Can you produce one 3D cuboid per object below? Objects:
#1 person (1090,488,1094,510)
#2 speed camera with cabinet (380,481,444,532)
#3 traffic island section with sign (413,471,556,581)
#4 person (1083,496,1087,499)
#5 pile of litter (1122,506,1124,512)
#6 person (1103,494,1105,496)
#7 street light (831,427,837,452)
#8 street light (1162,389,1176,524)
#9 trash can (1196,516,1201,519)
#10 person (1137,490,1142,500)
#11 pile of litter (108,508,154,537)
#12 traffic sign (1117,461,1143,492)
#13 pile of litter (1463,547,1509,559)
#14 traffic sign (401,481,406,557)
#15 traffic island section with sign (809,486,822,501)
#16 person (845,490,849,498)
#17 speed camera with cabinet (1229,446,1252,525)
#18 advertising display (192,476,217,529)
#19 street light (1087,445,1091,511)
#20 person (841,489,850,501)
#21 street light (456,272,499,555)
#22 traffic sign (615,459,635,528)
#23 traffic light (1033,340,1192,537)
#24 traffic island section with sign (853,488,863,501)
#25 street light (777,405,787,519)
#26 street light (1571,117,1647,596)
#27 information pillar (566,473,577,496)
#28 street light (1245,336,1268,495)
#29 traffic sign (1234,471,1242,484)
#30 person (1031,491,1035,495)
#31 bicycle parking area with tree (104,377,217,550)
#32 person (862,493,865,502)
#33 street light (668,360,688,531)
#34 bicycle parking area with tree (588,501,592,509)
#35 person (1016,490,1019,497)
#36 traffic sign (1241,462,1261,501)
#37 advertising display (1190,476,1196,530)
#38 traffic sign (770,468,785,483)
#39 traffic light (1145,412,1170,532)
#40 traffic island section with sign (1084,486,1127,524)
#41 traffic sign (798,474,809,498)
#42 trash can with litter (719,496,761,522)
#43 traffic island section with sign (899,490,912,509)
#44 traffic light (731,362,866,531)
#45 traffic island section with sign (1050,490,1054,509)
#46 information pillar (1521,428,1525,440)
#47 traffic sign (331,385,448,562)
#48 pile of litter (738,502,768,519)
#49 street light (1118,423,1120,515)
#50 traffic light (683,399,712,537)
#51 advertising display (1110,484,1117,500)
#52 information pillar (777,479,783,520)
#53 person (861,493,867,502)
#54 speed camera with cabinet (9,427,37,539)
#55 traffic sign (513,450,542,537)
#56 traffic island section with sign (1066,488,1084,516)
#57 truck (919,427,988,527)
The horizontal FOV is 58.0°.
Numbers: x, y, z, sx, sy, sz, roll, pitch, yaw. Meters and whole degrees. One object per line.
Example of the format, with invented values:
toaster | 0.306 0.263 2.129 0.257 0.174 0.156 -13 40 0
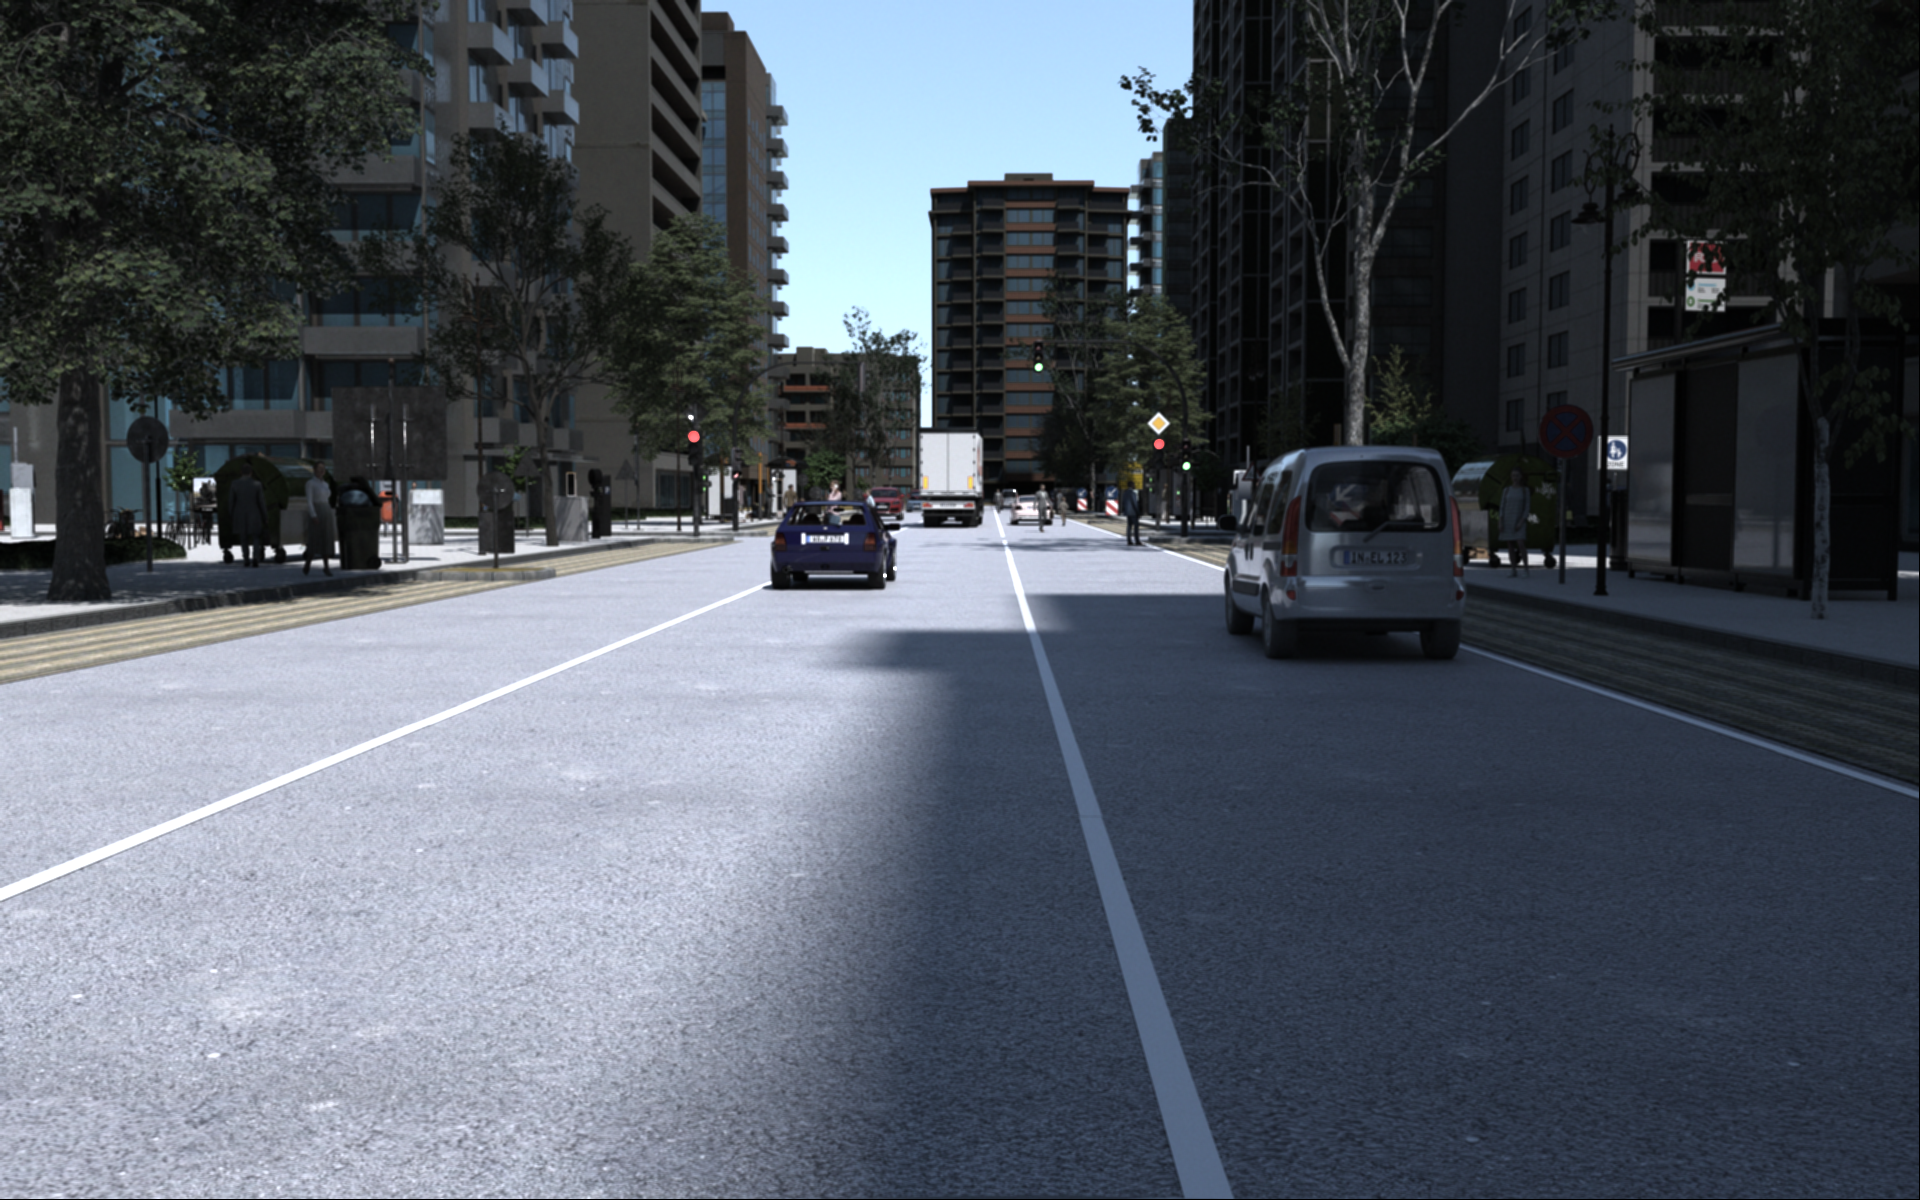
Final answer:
person | 10.822 -8.260 141.800 0.721 1.736 1.217 0 4 -7
speed camera with cabinet | -18.825 -3.985 59.488 2.038 3.252 0.660 -1 4 -9
traffic island section with sign | -7.934 -1.260 29.221 1.989 1.847 2.006 0 4 1
person | 14.670 -12.160 204.938 0.705 1.814 1.350 2 4 34
pile of litter | 11.545 -6.833 125.678 1.719 0.858 1.176 -1 4 -13
person | 16.037 -11.156 188.407 1.348 1.831 0.705 3 5 41
street light | -8.668 -8.933 118.850 0.468 5.910 1.993 0 4 1
street light | 9.068 -6.270 75.308 0.468 5.910 1.993 0 4 1
trash can | 12.146 -4.724 88.883 0.748 1.137 0.748 0 3 0
person | 21.101 -12.002 202.793 1.217 1.766 0.721 0 4 -3
pile of litter | -24.561 -2.295 51.485 1.176 0.858 1.719 3 5 42
traffic sign | 10.736 -6.844 105.768 2.265 3.308 0.079 1 4 8
pile of litter | 10.132 -1.261 34.583 1.176 0.858 1.719 -2 4 -23
traffic sign | -11.337 -2.149 35.249 0.768 2.556 0.104 0 4 2
traffic island section with sign | -6.989 -4.622 84.198 1.989 1.847 2.006 0 4 1
person | -12.362 -10.912 184.970 1.217 1.766 0.721 -3 5 -41
speed camera with cabinet | 11.584 -4.728 71.645 0.660 3.252 2.038 0 4 -1
advertising display | -27.532 -3.554 63.329 0.974 1.923 0.123 0 4 -6
street light | 9.973 -9.813 133.223 0.468 5.910 1.993 0 4 1
person | -11.996 -10.575 178.948 1.348 1.823 0.705 1 4 20
street light | -10.071 -3.885 36.314 0.468 5.910 1.993 0 4 1
traffic sign | -12.451 -3.952 64.612 0.884 2.594 0.081 1 4 9
traffic light | 4.532 -4.678 51.148 4.771 5.953 1.251 0 4 1
traffic island section with sign | -6.525 -6.292 111.502 1.989 1.847 2.006 0 4 1
street light | -9.205 -7.146 89.619 0.468 5.910 1.993 0 4 1
street light | 8.130 -2.997 21.795 0.468 5.910 1.993 0 4 1
information pillar | -13.259 -3.344 59.168 0.304 2.012 0.304 0 4 -4
street light | 8.677 -4.775 50.854 0.468 5.910 1.993 0 4 1
traffic sign | 12.603 -4.631 77.846 0.606 2.300 0.079 0 4 3
person | 8.193 -11.293 193.148 1.348 1.824 0.705 1 4 15
bicycle parking area with tree | -22.063 -3.325 41.361 8.231 4.147 9.016 0 4 -6
person | -11.446 -12.032 203.560 0.742 1.727 0.445 -3 5 -42
street light | -9.717 -5.319 59.747 0.468 5.910 1.993 0 4 1
bicycle parking area with tree | -27.316 -7.450 108.816 8.231 4.147 9.016 0 4 7
person | 5.570 -10.001 171.986 0.705 1.831 1.348 -3 5 -42
traffic sign | 11.675 -4.231 69.176 0.884 2.594 0.081 0 4 3
advertising display | 8.370 -3.489 62.260 0.123 1.923 0.974 0 4 2
traffic sign | -9.286 -5.398 87.991 0.795 2.593 0.064 1 4 9
traffic light | 6.762 -4.301 59.237 0.839 4.253 0.868 0 4 1
traffic island section with sign | 7.246 -4.638 84.456 1.989 1.847 2.006 0 4 1
traffic sign | -9.836 -6.610 108.184 0.768 2.556 0.104 0 4 2
trash can with litter | -10.155 -4.180 79.404 2.233 1.210 1.678 -1 4 -22
traffic island section with sign | -5.658 -9.352 161.538 1.989 1.847 2.006 0 4 1
traffic light | -5.605 -5.187 59.468 4.771 5.953 1.251 0 4 1
traffic island section with sign | 9.019 -11.033 189.023 1.989 1.847 2.006 0 4 1
information pillar | 19.849 -4.270 61.168 0.183 3.616 0.504 1 4 8
traffic sign | -10.748 -2.370 32.623 2.265 3.308 0.079 0 4 8
pile of litter | -10.730 -4.692 90.679 1.719 0.858 1.176 1 4 12
street light | 9.592 -8.041 104.264 0.468 5.910 1.993 0 4 1
traffic light | -7.835 -3.827 51.485 0.839 4.253 0.868 0 4 1
advertising display | 9.486 -6.239 107.225 0.123 1.923 0.974 -1 4 -16
information pillar | -8.988 -5.009 86.384 0.304 2.012 0.304 0 4 -5
person | -8.174 -8.672 151.053 0.991 1.433 0.599 0 4 -3
speed camera with cabinet | -27.420 -3.445 50.661 0.660 3.252 2.038 -2 4 -25
traffic sign | -12.874 -3.149 51.492 0.884 2.594 0.081 0 4 6
traffic island section with sign | 7.704 -6.286 111.407 1.989 1.847 2.006 0 4 1
truck | -0.262 -5.458 78.147 2.839 4.237 11.283 0 4 3
